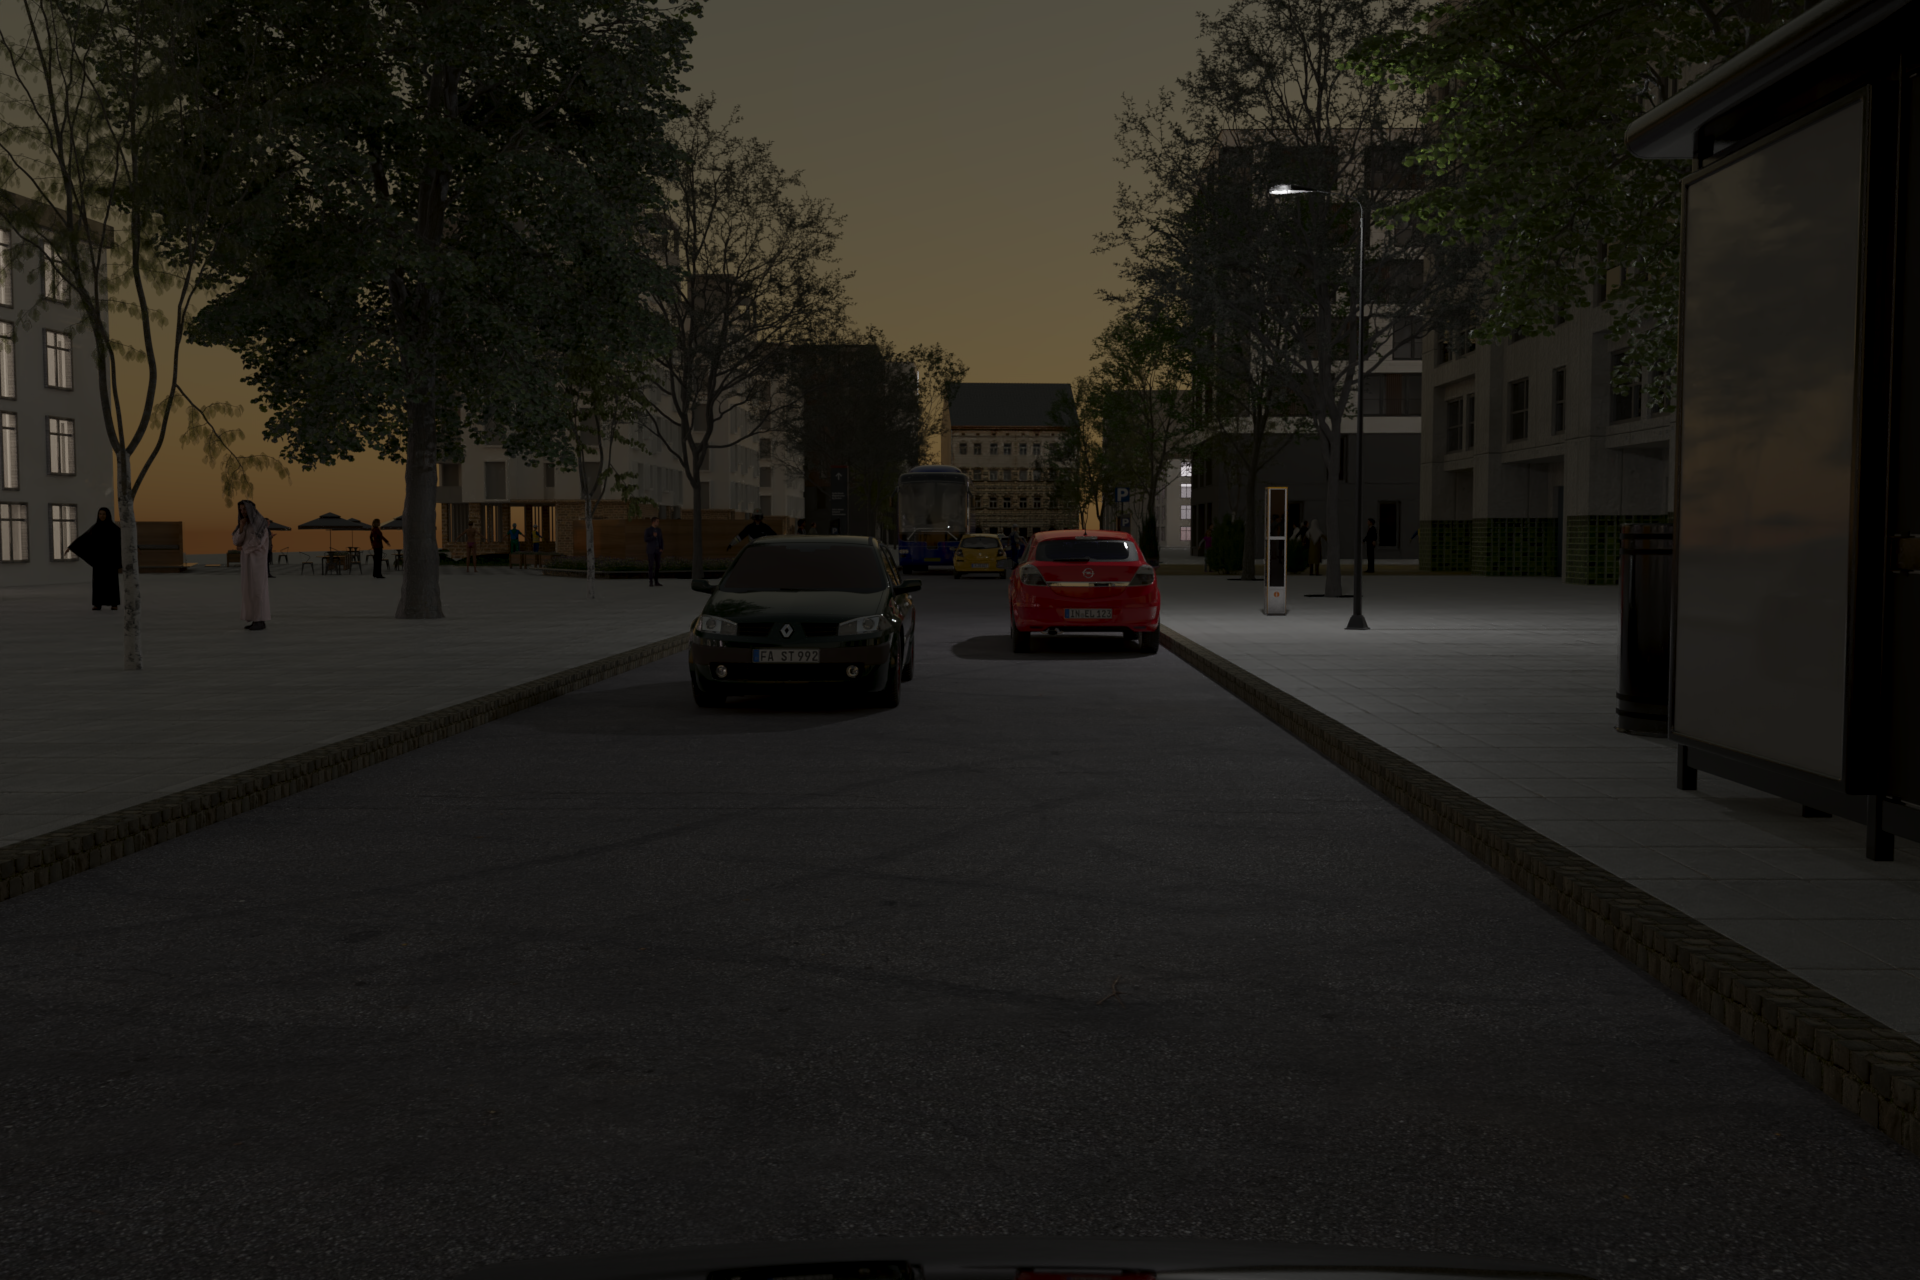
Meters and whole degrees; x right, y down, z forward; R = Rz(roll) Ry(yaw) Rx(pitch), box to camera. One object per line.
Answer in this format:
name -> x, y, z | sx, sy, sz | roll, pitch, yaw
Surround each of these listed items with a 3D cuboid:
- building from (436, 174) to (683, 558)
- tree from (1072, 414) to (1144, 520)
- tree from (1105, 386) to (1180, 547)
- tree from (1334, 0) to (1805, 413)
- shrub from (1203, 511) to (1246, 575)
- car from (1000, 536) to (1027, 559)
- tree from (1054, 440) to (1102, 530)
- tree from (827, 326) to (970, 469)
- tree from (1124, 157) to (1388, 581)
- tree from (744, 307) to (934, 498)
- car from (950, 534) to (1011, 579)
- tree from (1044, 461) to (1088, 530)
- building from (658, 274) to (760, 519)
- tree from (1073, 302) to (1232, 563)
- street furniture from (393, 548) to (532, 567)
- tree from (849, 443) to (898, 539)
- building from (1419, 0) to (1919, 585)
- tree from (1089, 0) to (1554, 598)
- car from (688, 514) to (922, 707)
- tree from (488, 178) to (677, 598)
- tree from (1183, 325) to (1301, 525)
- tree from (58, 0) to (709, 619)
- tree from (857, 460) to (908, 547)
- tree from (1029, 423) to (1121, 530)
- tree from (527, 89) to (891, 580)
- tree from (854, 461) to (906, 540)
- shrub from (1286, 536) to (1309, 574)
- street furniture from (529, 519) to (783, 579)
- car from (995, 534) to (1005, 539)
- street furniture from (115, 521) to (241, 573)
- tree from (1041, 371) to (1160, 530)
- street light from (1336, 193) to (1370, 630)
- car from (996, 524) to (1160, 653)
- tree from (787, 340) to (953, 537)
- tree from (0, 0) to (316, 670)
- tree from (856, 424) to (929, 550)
building -> -22.114, -14.443, 92.556 | 16.016, 20.090, 11.380 | 0, 4, 1
tree -> 8.912, -8.871, 95.409 | 4.360, 8.622, 3.978 | 0, 3, 0
tree -> 9.020, -8.357, 86.998 | 4.737, 8.622, 4.395 | 0, 3, 0
tree -> 7.360, -6.009, 16.381 | 7.486, 12.596, 7.792 | 0, 3, 0
shrub -> 8.545, -3.098, 55.068 | 1.690, 2.028, 1.600 | 0, 3, 0
car -> 2.651, -4.571, 87.308 | 1.945, 1.354, 3.894 | 0, 4, 1
tree -> 9.602, -11.259, 134.440 | 4.737, 8.622, 4.395 | 0, 3, 0
tree -> -5.793, -18.493, 158.249 | 12.611, 20.169, 13.585 | 0, 3, 0
tree -> 8.092, -7.439, 47.387 | 9.928, 11.665, 9.643 | 0, 3, 0
tree -> -6.452, -11.217, 93.770 | 12.009, 13.543, 11.850 | 0, 3, 0
car -> 0.661, -2.826, 56.424 | 2.015, 1.641, 3.980 | 0, 4, 1
tree -> 10.244, -12.691, 157.861 | 4.360, 8.622, 3.978 | 0, 3, 0
building -> -21.538, -16.568, 127.302 | 16.016, 20.090, 11.380 | 0, 4, 2
tree -> 8.492, -9.190, 76.005 | 9.928, 11.665, 9.643 | 0, 3, 0
street furniture -> -20.013, -3.421, 71.565 | 5.734, 0.657, 10.072 | 0, 4, -6
tree -> -5.774, -10.183, 116.850 | 4.737, 8.622, 4.395 | 0, 3, 0
building -> 24.074, -10.868, 44.156 | 16.747, 18.905, 31.486 | 0, 4, 1
tree -> 7.518, -7.620, 34.960 | 12.009, 13.543, 11.850 | 0, 3, 0
car -> -1.324, -0.354, 15.578 | 2.009, 1.686, 4.222 | 0, 4, 1
tree -> -7.402, -5.119, 34.063 | 4.737, 8.622, 4.395 | 0, 3, 0
tree -> 9.576, -6.735, 60.475 | 4.360, 8.622, 3.978 | 0, 3, 0
tree -> -8.268, -7.308, 26.140 | 9.857, 13.997, 8.962 | 0, 3, 0
tree -> -5.723, -11.091, 131.696 | 4.737, 8.622, 4.395 | 0, 3, 0
tree -> 10.188, -12.890, 145.158 | 7.601, 10.594, 8.767 | 3, 5, 43
tree -> -7.482, -8.464, 48.763 | 12.009, 13.543, 11.850 | 0, 3, 0
tree -> -5.640, -10.665, 124.738 | 4.737, 8.622, 4.395 | 0, 3, 0
shrub -> 10.753, -2.719, 55.567 | 1.383, 1.207, 1.383 | 0, 3, 0
street furniture -> -9.562, -2.781, 52.326 | 9.812, 1.723, 11.010 | -2, 4, -31
car -> 3.503, -9.057, 159.874 | 2.131, 1.459, 4.920 | 0, 4, 0
street furniture -> -30.409, -3.225, 59.587 | 11.010, 1.723, 9.812 | -1, 4, -22
tree -> 8.973, -11.326, 110.938 | 9.928, 11.665, 9.643 | 0, 3, 0
street light -> 5.885, -3.092, 23.099 | 1.470, 5.913, 1.316 | 0, 4, 1
car -> 1.542, -0.813, 22.335 | 2.155, 1.783, 4.494 | 0, 4, 1
tree -> -5.572, -12.105, 108.282 | 12.009, 13.543, 11.850 | 0, 3, 0
tree -> -7.828, -4.037, 16.360 | 4.360, 8.622, 3.978 | 0, 3, 0
tree -> -5.098, -12.748, 142.837 | 7.601, 10.594, 8.767 | -3, 5, -44
